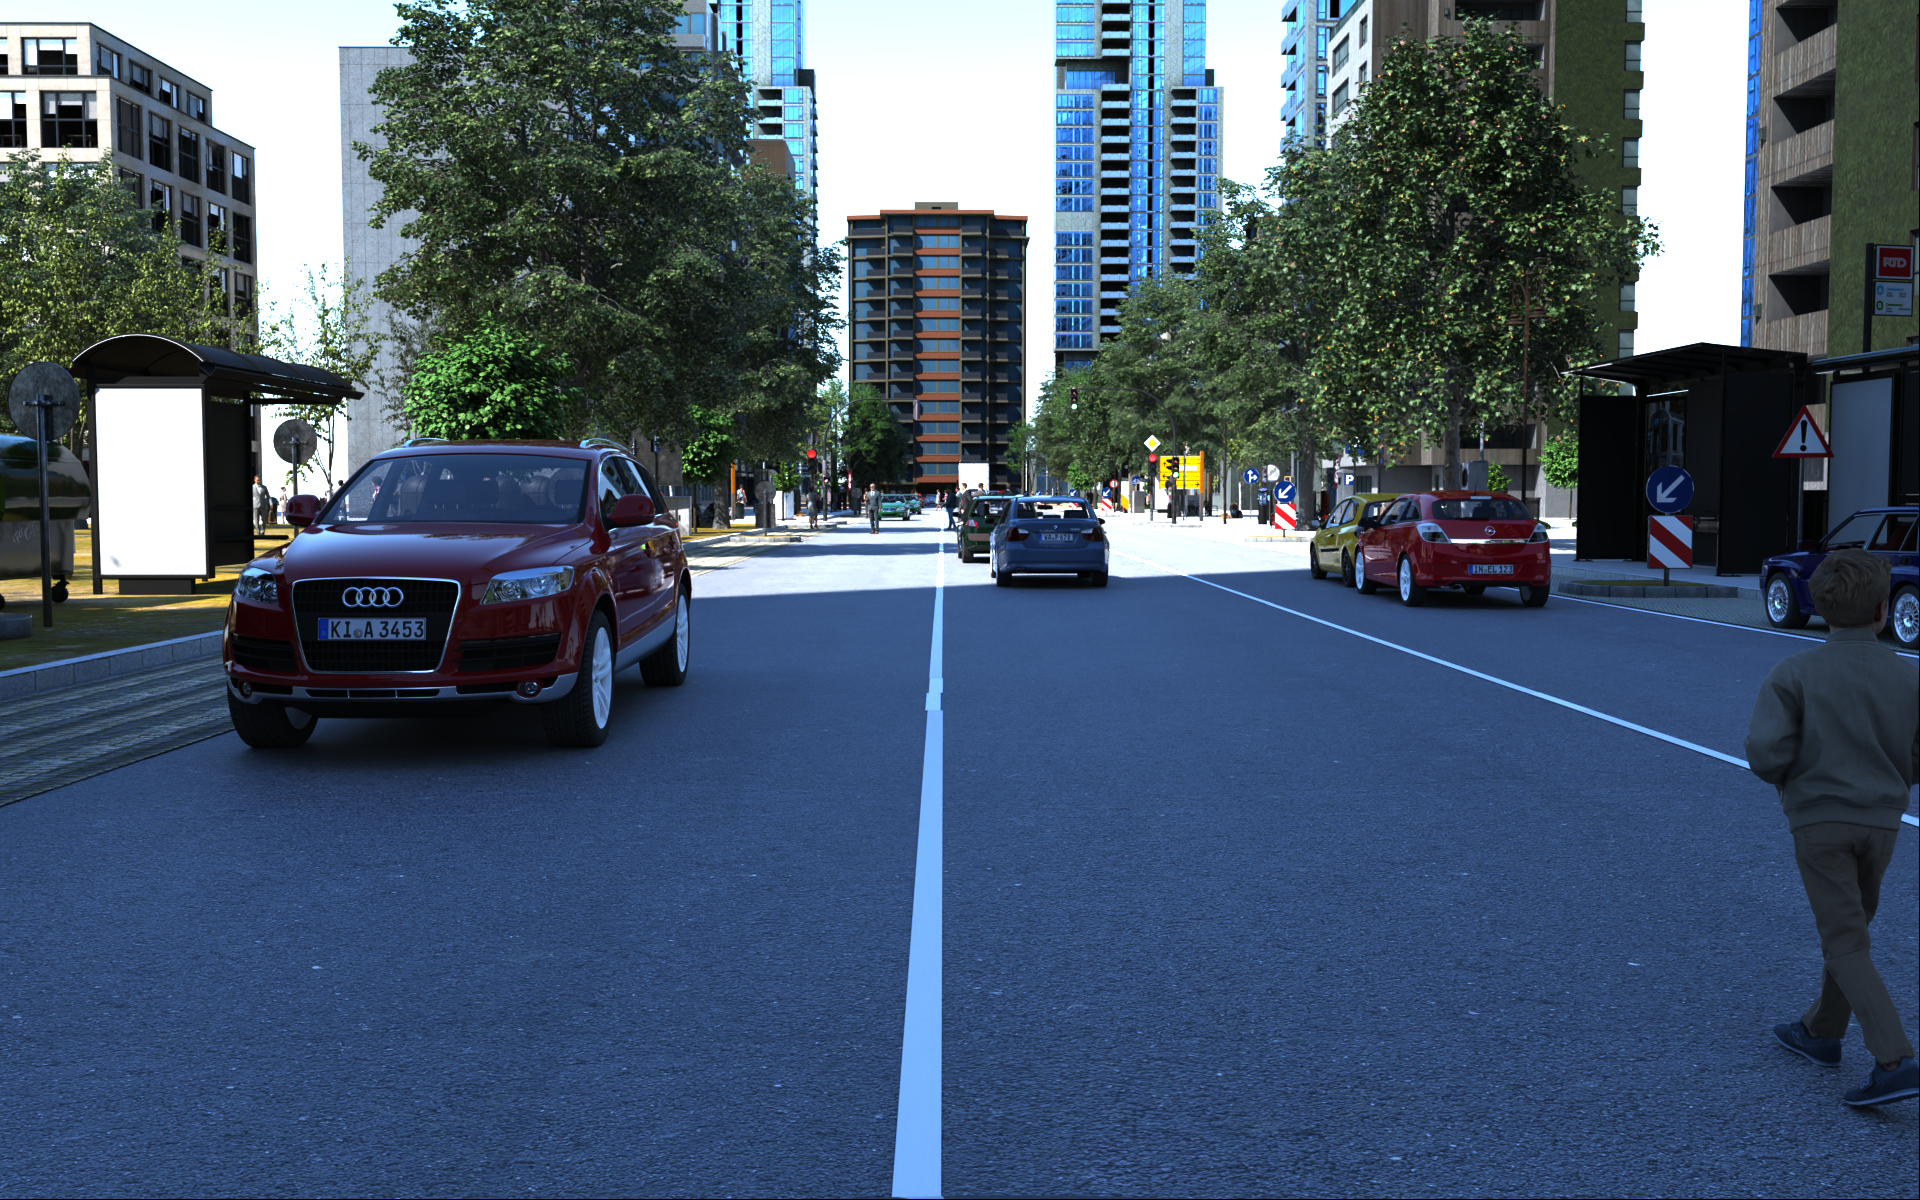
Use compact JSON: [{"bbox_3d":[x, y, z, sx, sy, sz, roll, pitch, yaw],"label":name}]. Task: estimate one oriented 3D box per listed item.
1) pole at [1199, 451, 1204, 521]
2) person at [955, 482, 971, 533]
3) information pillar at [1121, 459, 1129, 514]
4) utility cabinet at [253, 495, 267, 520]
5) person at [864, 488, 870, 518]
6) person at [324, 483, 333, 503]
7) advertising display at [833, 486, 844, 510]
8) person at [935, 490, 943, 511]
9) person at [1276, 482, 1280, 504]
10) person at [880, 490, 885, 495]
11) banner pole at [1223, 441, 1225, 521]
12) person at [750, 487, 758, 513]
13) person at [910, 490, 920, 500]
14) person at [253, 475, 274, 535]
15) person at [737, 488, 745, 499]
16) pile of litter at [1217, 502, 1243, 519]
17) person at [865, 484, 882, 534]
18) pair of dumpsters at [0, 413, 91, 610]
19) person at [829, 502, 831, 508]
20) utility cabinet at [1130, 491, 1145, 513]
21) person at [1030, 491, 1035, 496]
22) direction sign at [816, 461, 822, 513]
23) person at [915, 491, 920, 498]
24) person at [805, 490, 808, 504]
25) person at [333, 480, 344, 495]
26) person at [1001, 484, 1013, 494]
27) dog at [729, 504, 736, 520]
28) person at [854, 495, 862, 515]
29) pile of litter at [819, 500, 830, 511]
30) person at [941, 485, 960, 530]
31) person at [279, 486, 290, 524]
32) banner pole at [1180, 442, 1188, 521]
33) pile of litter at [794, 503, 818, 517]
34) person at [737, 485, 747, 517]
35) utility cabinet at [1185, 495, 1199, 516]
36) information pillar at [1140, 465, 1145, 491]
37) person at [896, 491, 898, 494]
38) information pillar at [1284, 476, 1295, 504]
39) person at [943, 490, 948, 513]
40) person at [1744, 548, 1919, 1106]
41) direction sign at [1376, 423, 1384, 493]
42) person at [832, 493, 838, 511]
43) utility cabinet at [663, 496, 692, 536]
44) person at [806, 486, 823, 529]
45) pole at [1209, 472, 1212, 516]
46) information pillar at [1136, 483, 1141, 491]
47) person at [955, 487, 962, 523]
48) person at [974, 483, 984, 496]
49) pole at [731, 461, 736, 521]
[{"bbox_3d":[11.414,-5.380,81.813,0.158,3.312,0.155,0,3,0],"label":"pole"},{"bbox_3d":[0.165,-3.323,62.610,0.755,1.850,0.659,0,4,-2],"label":"person"},{"bbox_3d":[10.868,-7.500,113.985,0.504,3.616,0.183,0,4,0],"label":"information pillar"},{"bbox_3d":[-34.084,-4.589,83.713,1.173,1.500,0.318,0,4,-8],"label":"utility cabinet"},{"bbox_3d":[-5.546,-5.788,103.475,0.599,1.781,0.374,-3,4,-36],"label":"person"},{"bbox_3d":[-23.487,-3.541,64.777,0.563,1.720,0.643,-3,5,-43],"label":"person"},{"bbox_3d":[-9.756,-8.192,139.153,0.974,1.923,0.123,1,4,17],"label":"advertising display"},{"bbox_3d":[-1.778,-8.403,145.991,0.778,1.811,0.616,1,4,19],"label":"person"},{"bbox_3d":[13.588,-4.143,74.006,0.641,1.798,0.478,-3,5,-44],"label":"person"},{"bbox_3d":[-6.643,-8.523,148.018,0.661,1.801,0.590,0,4,4],"label":"person"},{"bbox_3d":[12.428,-5.600,81.578,0.401,3.779,0.863,1,4,14],"label":"banner pole"},{"bbox_3d":[-14.196,-6.966,120.279,0.623,1.781,0.721,-3,4,-38],"label":"person"},{"bbox_3d":[-4.569,-9.659,166.561,1.348,1.807,0.705,0,4,5],"label":"person"},{"bbox_3d":[-19.841,-2.626,49.102,0.709,1.813,0.853,-2,4,-35],"label":"person"},{"bbox_3d":[-15.910,-7.303,125.621,0.661,1.801,0.590,2,4,32],"label":"person"},{"bbox_3d":[14.049,-4.665,90.243,1.719,0.858,1.176,-2,4,-27],"label":"pile of litter"},{"bbox_3d":[-3.140,-3.282,62.331,0.661,1.801,0.590,1,4,21],"label":"person"},{"bbox_3d":[-10.996,-0.967,18.307,1.574,2.255,4.437,0,4,-1],"label":"pair of dumpsters"},{"bbox_3d":[-11.708,-8.967,157.669,0.505,1.210,0.382,1,4,11],"label":"person"},{"bbox_3d":[11.773,-6.486,114.733,0.318,1.500,1.173,3,5,43],"label":"utility cabinet"},{"bbox_3d":[7.400,-10.196,175.738,0.617,1.759,0.750,-1,4,-9],"label":"person"},{"bbox_3d":[-9.646,-7.715,118.136,0.379,3.537,0.876,3,4,38],"label":"direction sign"},{"bbox_3d":[-4.098,-9.412,162.908,0.617,1.759,0.750,1,4,16],"label":"person"},{"bbox_3d":[-19.476,-13.128,220.774,0.705,1.812,1.348,-2,4,-28],"label":"person"},{"bbox_3d":[-22.146,-3.396,61.845,0.678,1.792,0.850,1,4,23],"label":"person"},{"bbox_3d":[1.882,-3.744,69.490,0.659,1.850,0.755,1,4,12],"label":"person"},{"bbox_3d":[-11.034,-4.278,84.333,0.513,0.831,0.800,0,4,8],"label":"dog"},{"bbox_3d":[-6.554,-6.184,109.792,0.661,1.801,0.590,-3,5,-42],"label":"person"},{"bbox_3d":[-10.830,-7.313,133.537,1.719,0.858,1.176,2,4,24],"label":"pile of litter"},{"bbox_3d":[-0.378,-3.641,68.380,0.721,1.781,0.623,0,4,5],"label":"person"},{"bbox_3d":[-30.946,-4.319,79.457,0.599,1.781,0.374,3,4,36],"label":"person"},{"bbox_3d":[10.854,-5.728,83.671,0.401,3.779,0.863,0,4,1],"label":"banner pole"},{"bbox_3d":[-9.199,-5.128,97.802,1.176,0.858,1.719,3,5,44],"label":"pile of litter"},{"bbox_3d":[-12.222,-5.557,97.002,0.616,1.811,0.778,2,4,27],"label":"person"},{"bbox_3d":[13.767,-5.554,101.969,1.020,1.237,0.306,0,4,-7],"label":"utility cabinet"},{"bbox_3d":[12.433,-7.752,118.095,0.183,3.616,0.504,-2,4,-25],"label":"information pillar"},{"bbox_3d":[-7.795,-12.631,214.950,1.348,1.831,0.705,-2,4,-25],"label":"person"},{"bbox_3d":[13.645,-4.114,71.761,0.304,2.012,0.304,3,5,44],"label":"information pillar"},{"bbox_3d":[-0.961,-7.293,128.574,0.643,1.720,0.563,0,4,7],"label":"person"},{"bbox_3d":[2.117,0.526,4.166,0.475,1.303,0.640,-1,4,-9],"label":"person"},{"bbox_3d":[12.134,-3.554,50.103,0.379,3.537,0.876,0,4,1],"label":"direction sign"},{"bbox_3d":[-9.479,-7.636,130.696,0.447,1.846,0.655,1,4,11],"label":"person"},{"bbox_3d":[-8.764,-2.567,53.136,1.020,1.237,0.306,0,4,5],"label":"utility cabinet"},{"bbox_3d":[-5.962,-3.826,71.418,0.716,1.782,0.532,2,4,24],"label":"person"},{"bbox_3d":[14.817,-6.641,102.423,0.158,3.312,0.155,0,3,0],"label":"pole"},{"bbox_3d":[12.080,-6.904,117.366,0.304,2.012,0.304,1,4,14],"label":"information pillar"},{"bbox_3d":[-0.129,-4.731,86.028,0.466,1.800,0.511,1,4,14],"label":"person"},{"bbox_3d":[0.697,-3.177,60.400,0.822,1.834,0.622,-3,5,-40],"label":"person"},{"bbox_3d":[-10.907,-5.472,83.303,0.158,3.312,0.155,0,3,0],"label":"pole"}]
